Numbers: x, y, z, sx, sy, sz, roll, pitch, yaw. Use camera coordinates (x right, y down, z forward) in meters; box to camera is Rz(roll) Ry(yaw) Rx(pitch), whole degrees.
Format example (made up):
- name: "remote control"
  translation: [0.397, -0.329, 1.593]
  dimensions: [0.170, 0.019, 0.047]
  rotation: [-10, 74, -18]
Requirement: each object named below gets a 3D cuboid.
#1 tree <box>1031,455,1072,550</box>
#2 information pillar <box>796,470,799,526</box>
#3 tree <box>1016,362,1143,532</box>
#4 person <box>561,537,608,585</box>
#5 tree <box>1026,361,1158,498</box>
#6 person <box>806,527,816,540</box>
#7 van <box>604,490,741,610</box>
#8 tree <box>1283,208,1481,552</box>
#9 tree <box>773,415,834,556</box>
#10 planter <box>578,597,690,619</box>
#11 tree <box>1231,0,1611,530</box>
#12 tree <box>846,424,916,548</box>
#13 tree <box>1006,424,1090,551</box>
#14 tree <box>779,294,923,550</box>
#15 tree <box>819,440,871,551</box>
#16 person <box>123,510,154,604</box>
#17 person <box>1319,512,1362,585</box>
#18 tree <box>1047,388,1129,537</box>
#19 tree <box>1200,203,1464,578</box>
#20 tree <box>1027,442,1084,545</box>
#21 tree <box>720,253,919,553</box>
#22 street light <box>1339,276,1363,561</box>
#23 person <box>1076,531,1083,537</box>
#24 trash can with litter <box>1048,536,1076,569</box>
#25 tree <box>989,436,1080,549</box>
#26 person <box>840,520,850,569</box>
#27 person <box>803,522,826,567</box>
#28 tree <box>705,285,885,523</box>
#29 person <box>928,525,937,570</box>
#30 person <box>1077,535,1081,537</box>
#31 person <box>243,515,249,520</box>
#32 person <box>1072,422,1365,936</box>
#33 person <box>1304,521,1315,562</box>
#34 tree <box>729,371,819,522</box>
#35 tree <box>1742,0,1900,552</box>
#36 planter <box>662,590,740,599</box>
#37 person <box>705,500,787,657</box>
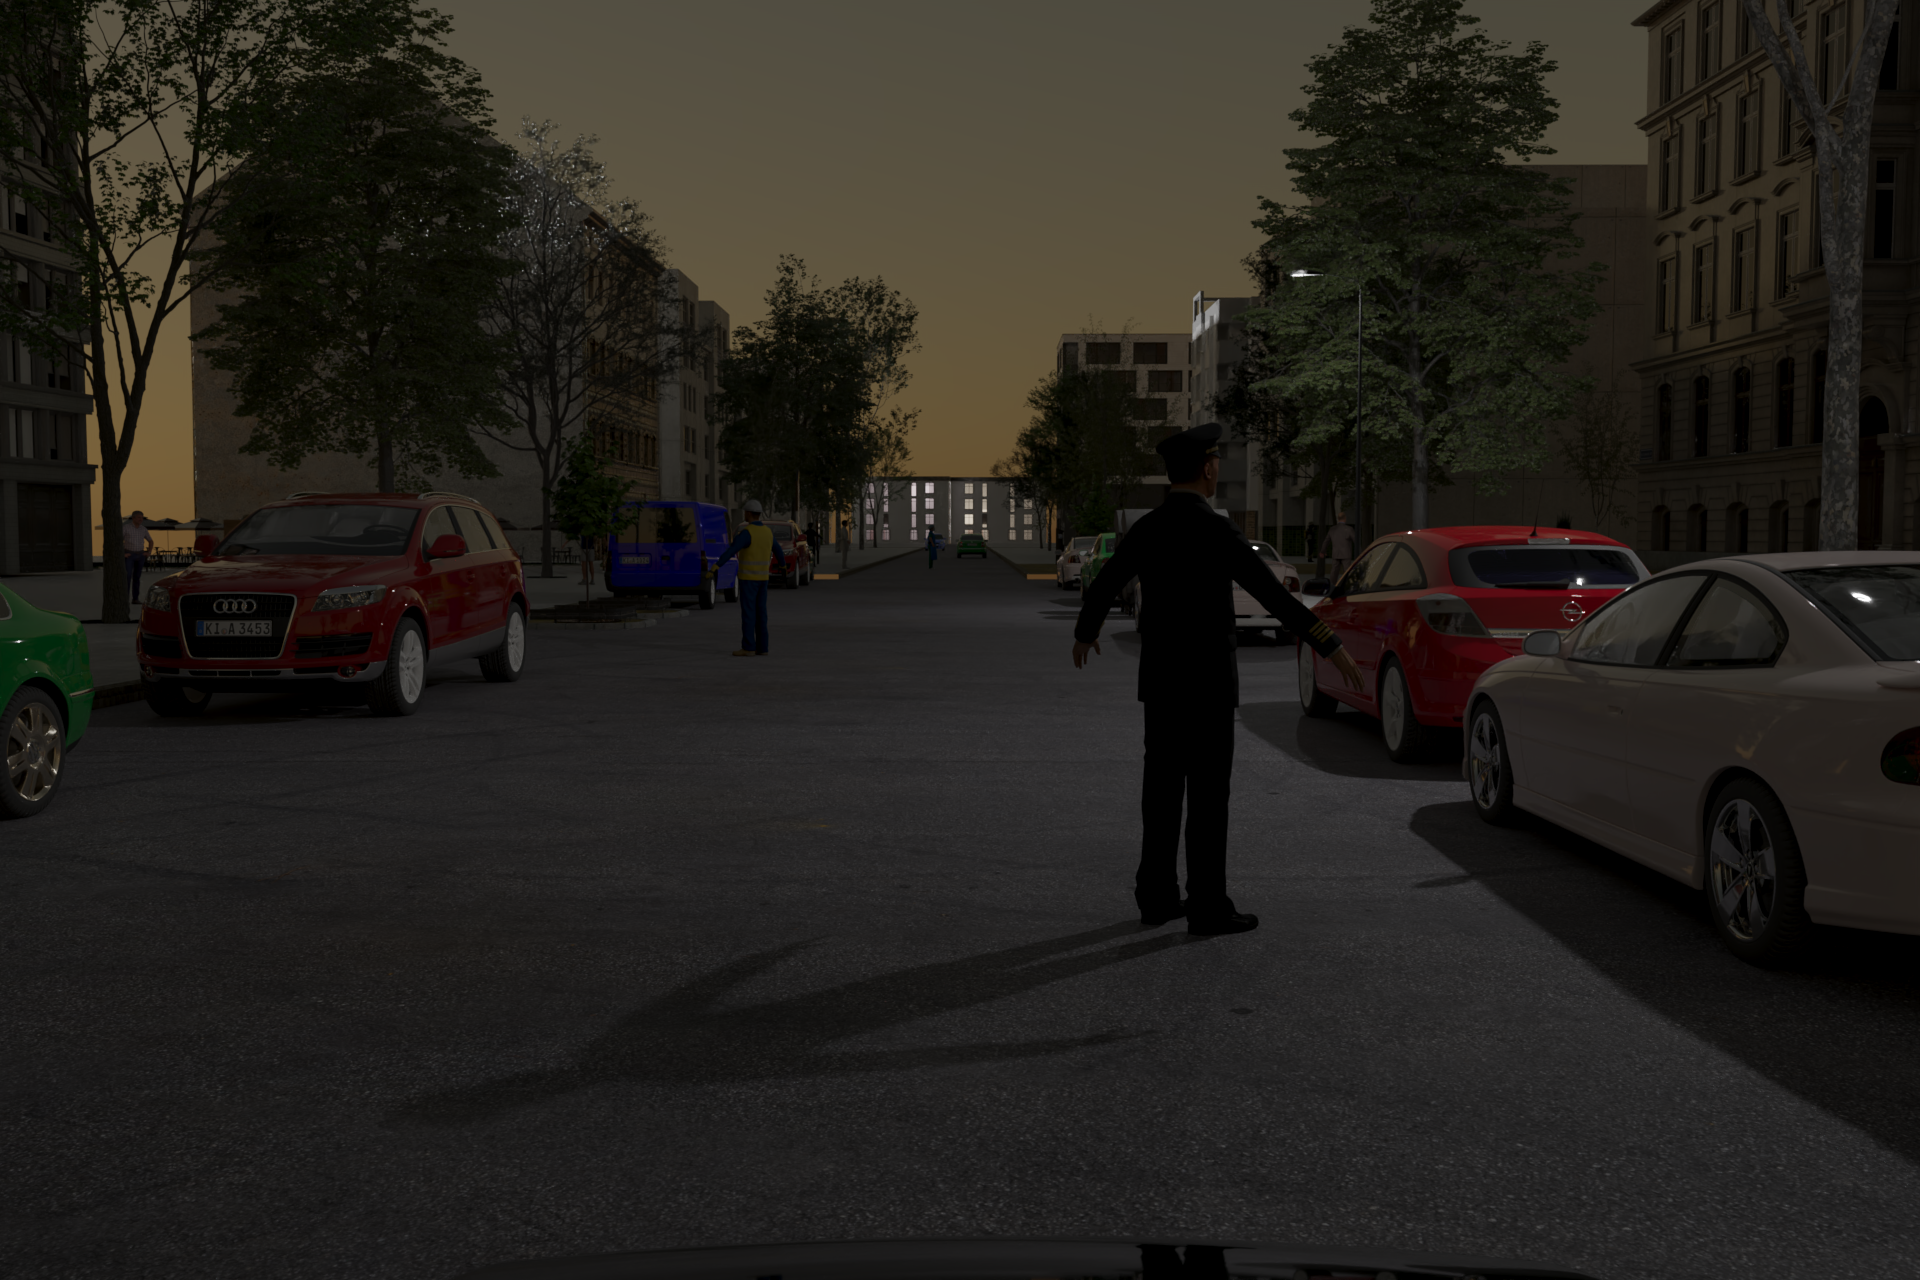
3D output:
- name: "tree"
  translation: [7.113, -11.664, 141.061]
  dimensions: [4.360, 8.622, 3.978]
  rotation: [0, 3, 0]
- name: "information pillar"
  translation: [-5.934, -4.400, 63.302]
  dimensions: [0.183, 3.616, 0.504]
  rotation: [0, 3, 0]
- name: "tree"
  translation: [7.184, -10.888, 103.777]
  dimensions: [9.928, 11.665, 9.643]
  rotation: [0, 3, 0]
- name: "person"
  translation: [-9.464, -2.309, 43.925]
  dimensions: [1.345, 1.807, 0.704]
  rotation: [-3, 5, -42]
- name: "tree"
  translation: [7.118, -9.761, 94.000]
  dimensions: [7.601, 10.594, 8.767]
  rotation: [-1, 4, -16]
- name: "person"
  translation: [-7.090, -4.616, 81.653]
  dimensions: [0.705, 1.806, 1.347]
  rotation: [3, 4, 37]
- name: "van"
  translation: [-5.595, -1.841, 34.485]
  dimensions: [2.240, 2.365, 5.245]
  rotation: [0, 3, 0]
- name: "tree"
  translation: [14.586, -8.702, 60.407]
  dimensions: [7.486, 12.596, 7.792]
  rotation: [0, 3, 0]
- name: "tree"
  translation: [-8.393, -9.270, 101.929]
  dimensions: [4.360, 8.622, 3.978]
  rotation: [0, 3, 0]
- name: "planter"
  translation: [-5.793, -0.556, 30.235]
  dimensions: [1.991, 0.319, 1.994]
  rotation: [0, 3, 0]
- name: "tree"
  translation: [9.287, -7.210, 36.016]
  dimensions: [7.486, 12.596, 7.792]
  rotation: [0, 3, 0]
- name: "tree"
  translation: [-7.886, -14.410, 161.357]
  dimensions: [9.928, 11.665, 9.643]
  rotation: [0, 3, 0]
- name: "tree"
  translation: [7.065, -12.005, 130.700]
  dimensions: [7.601, 10.594, 8.767]
  rotation: [-3, 4, -38]
- name: "tree"
  translation: [-9.019, -17.349, 139.546]
  dimensions: [12.611, 20.169, 13.585]
  rotation: [0, 3, 0]
- name: "tree"
  translation: [-8.378, -10.911, 128.752]
  dimensions: [4.737, 8.622, 4.395]
  rotation: [0, 3, 0]
- name: "person"
  translation: [-14.992, -1.501, 31.524]
  dimensions: [0.436, 1.711, 0.756]
  rotation: [3, 5, 43]
- name: "person"
  translation: [8.352, -1.916, 37.918]
  dimensions: [0.990, 1.755, 0.434]
  rotation: [3, 4, 38]
- name: "tree"
  translation: [6.601, -8.265, 85.499]
  dimensions: [4.737, 8.622, 4.395]
  rotation: [0, 3, 0]
- name: "tree"
  translation: [10.224, -6.904, 47.297]
  dimensions: [7.601, 10.594, 8.767]
  rotation: [-1, 4, -13]
- name: "tree"
  translation: [6.706, -9.851, 111.430]
  dimensions: [4.360, 8.622, 3.978]
  rotation: [0, 3, 0]
- name: "tree"
  translation: [-9.433, -16.034, 118.043]
  dimensions: [12.611, 20.169, 13.585]
  rotation: [0, 3, 0]
- name: "street light"
  translation: [7.573, -3.546, 30.513]
  dimensions: [1.470, 5.913, 1.316]
  rotation: [0, 3, 0]
- name: "person"
  translation: [6.038, -4.943, 86.961]
  dimensions: [0.704, 1.812, 1.346]
  rotation: [0, 4, -2]
- name: "trash can with litter"
  translation: [4.079, -3.162, 62.750]
  dimensions: [1.678, 1.210, 2.233]
  rotation: [0, 4, -2]
- name: "tree"
  translation: [7.026, -13.313, 152.081]
  dimensions: [8.767, 10.594, 7.601]
  rotation: [-2, 4, -28]
- name: "person"
  translation: [-4.242, -3.549, 64.220]
  dimensions: [0.705, 1.806, 1.347]
  rotation: [-1, 4, -9]
- name: "person"
  translation: [-5.761, -3.715, 67.454]
  dimensions: [1.216, 1.740, 0.721]
  rotation: [2, 4, 26]
- name: "tree"
  translation: [-8.635, -11.257, 90.713]
  dimensions: [9.857, 13.997, 8.962]
  rotation: [0, 3, 0]
- name: "person"
  translation: [-1.116, -3.756, 69.989]
  dimensions: [0.704, 1.817, 1.347]
  rotation: [0, 4, 0]
- name: "person"
  translation: [5.777, -4.450, 78.890]
  dimensions: [1.348, 1.813, 0.705]
  rotation: [-2, 4, -34]
- name: "person"
  translation: [-19.630, -2.551, 47.796]
  dimensions: [1.344, 1.819, 0.704]
  rotation: [2, 4, 30]
- name: "person"
  translation: [0.853, 0.128, 6.307]
  dimensions: [0.705, 1.837, 1.347]
  rotation: [-3, 5, -41]
- name: "person"
  translation: [15.929, -4.449, 78.521]
  dimensions: [0.705, 1.856, 1.354]
  rotation: [1, 4, 16]
- name: "tree"
  translation: [-8.854, -7.841, 78.557]
  dimensions: [4.360, 8.622, 3.978]
  rotation: [0, 3, 0]
- name: "tree"
  translation: [9.392, -10.066, 20.476]
  dimensions: [12.611, 20.169, 13.585]
  rotation: [0, 3, 0]
- name: "planter"
  translation: [-5.789, -1.102, 39.150]
  dimensions: [1.991, 0.319, 1.994]
  rotation: [0, 4, 1]
- name: "person"
  translation: [-2.453, -0.732, 20.398]
  dimensions: [0.705, 1.833, 1.349]
  rotation: [3, 4, 36]
